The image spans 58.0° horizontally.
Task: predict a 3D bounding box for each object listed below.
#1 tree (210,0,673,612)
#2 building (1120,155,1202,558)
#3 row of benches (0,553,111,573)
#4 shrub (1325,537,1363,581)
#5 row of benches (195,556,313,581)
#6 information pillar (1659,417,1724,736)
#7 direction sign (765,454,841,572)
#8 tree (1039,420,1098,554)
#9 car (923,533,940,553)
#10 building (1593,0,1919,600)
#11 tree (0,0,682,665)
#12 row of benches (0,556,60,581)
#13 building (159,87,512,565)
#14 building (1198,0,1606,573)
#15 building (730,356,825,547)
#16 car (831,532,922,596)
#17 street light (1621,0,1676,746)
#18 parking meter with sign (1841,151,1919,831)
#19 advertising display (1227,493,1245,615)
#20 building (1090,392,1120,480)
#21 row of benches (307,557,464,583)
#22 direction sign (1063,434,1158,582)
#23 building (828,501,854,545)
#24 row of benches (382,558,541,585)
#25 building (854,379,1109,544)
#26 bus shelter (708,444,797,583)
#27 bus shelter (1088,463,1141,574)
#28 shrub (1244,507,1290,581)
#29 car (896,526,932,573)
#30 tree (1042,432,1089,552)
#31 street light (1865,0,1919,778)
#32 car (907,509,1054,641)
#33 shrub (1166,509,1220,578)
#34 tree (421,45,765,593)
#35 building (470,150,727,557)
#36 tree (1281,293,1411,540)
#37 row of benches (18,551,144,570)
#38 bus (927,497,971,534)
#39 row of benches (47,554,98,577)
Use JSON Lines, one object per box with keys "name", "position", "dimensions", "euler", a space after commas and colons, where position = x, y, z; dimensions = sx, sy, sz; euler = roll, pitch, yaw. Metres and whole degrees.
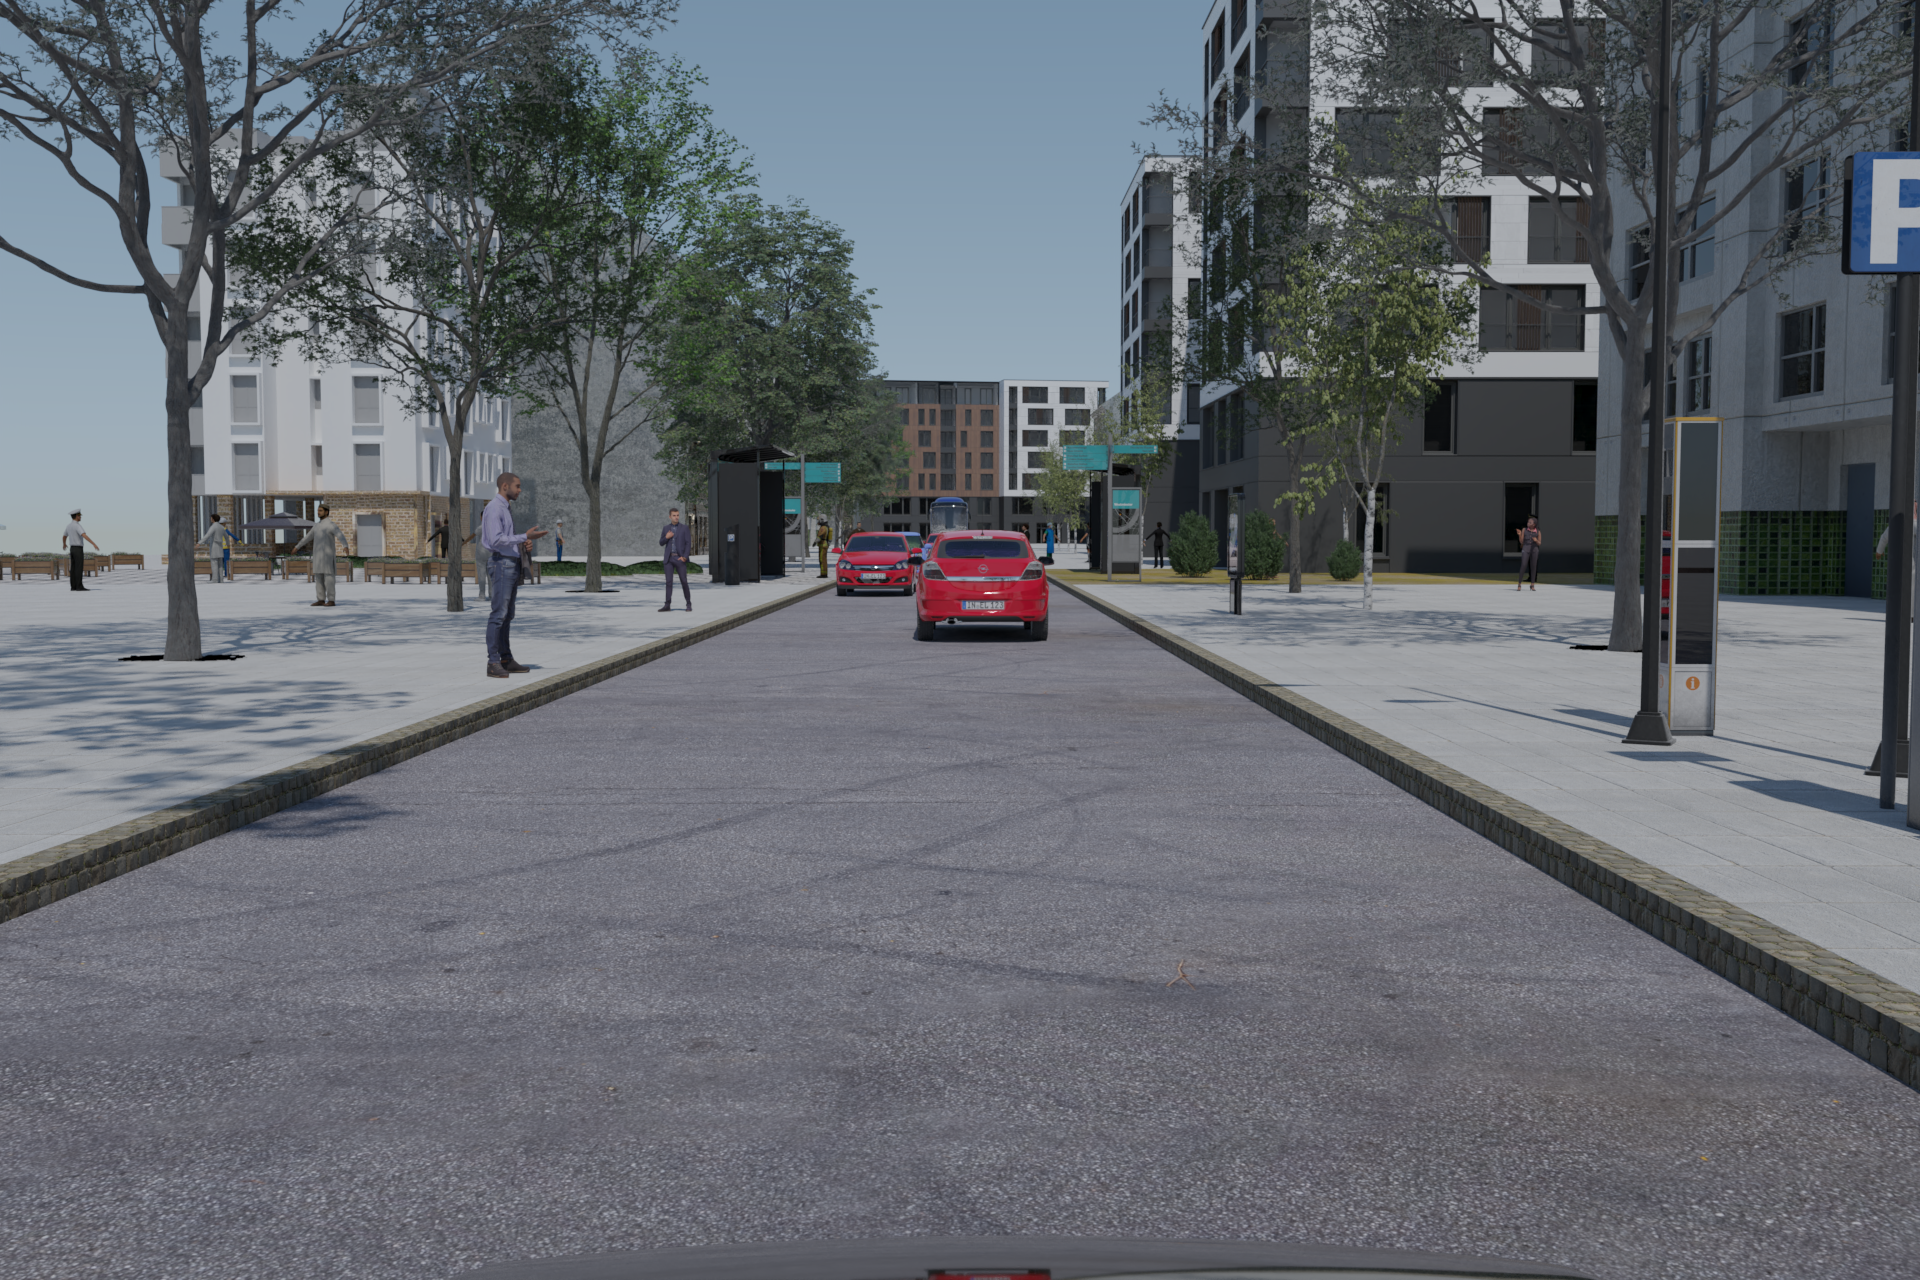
{"name": "tree", "position": [-8.425, -5.724, 27.993], "dimensions": [8.767, 10.594, 7.601], "euler": [1, 4, 8]}
{"name": "building", "position": [23.878, -16.271, 110.008], "dimensions": [27.936, 21.610, 32.646], "euler": [0, 3, 0]}
{"name": "row of benches", "position": [-30.456, -2.572, 57.519], "dimensions": [1.422, 0.672, 4.104], "euler": [3, 5, 42]}
{"name": "shrub", "position": [10.432, -2.197, 47.034], "dimensions": [1.383, 1.207, 1.383], "euler": [0, 3, 0]}
{"name": "row of benches", "position": [-19.811, -1.992, 48.039], "dimensions": [4.104, 0.672, 1.422], "euler": [-2, 4, -31]}
{"name": "information pillar", "position": [4.645, -0.403, 11.078], "dimensions": [0.304, 2.012, 0.304], "euler": [0, 4, 1]}
{"name": "direction sign", "position": [-5.244, -4.256, 58.348], "dimensions": [2.525, 3.948, 1.411], "euler": [0, 4, 0]}
{"name": "tree", "position": [7.170, -9.795, 110.509], "dimensions": [4.737, 8.622, 4.395], "euler": [0, 3, 0]}
{"name": "car", "position": [-0.809, -4.436, 81.572], "dimensions": [2.155, 1.783, 4.494], "euler": [0, 3, 0]}
{"name": "building", "position": [24.560, -9.890, 28.166], "dimensions": [16.747, 18.905, 31.486], "euler": [0, 4, 0]}
{"name": "tree", "position": [-7.903, -6.544, 17.372], "dimensions": [12.009, 13.543, 11.850], "euler": [0, 3, 0]}
{"name": "row of benches", "position": [-27.014, -1.980, 47.830], "dimensions": [4.104, 0.672, 1.422], "euler": [-1, 4, -14]}
{"name": "building", "position": [-27.703, -13.319, 74.184], "dimensions": [16.016, 20.090, 11.380], "euler": [0, 4, 1]}
{"name": "building", "position": [23.691, -13.981, 72.568], "dimensions": [27.936, 21.610, 32.646], "euler": [0, 3, 0]}
{"name": "building", "position": [-23.905, -19.546, 186.036], "dimensions": [16.747, 18.905, 31.486], "euler": [0, 4, 0]}
{"name": "car", "position": [-1.961, -1.977, 41.362], "dimensions": [2.155, 1.783, 4.494], "euler": [0, 4, 0]}
{"name": "street light", "position": [4.780, -2.319, 10.462], "dimensions": [1.470, 5.913, 1.316], "euler": [0, 4, 0]}
{"name": "parking meter with sign", "position": [4.326, -0.668, 7.183], "dimensions": [0.543, 3.016, 1.738], "euler": [0, 4, 1]}
{"name": "advertising display", "position": [4.416, -1.376, 27.708], "dimensions": [0.123, 1.923, 0.974], "euler": [0, 4, 0]}
{"name": "building", "position": [26.259, -23.262, 211.266], "dimensions": [19.493, 23.208, 18.063], "euler": [0, 3, 0]}
{"name": "row of benches", "position": [-15.247, -1.888, 46.333], "dimensions": [4.104, 0.672, 1.422], "euler": [-1, 4, -10]}
{"name": "direction sign", "position": [4.004, -3.491, 45.843], "dimensions": [2.525, 3.948, 1.411], "euler": [0, 4, 1]}
{"name": "building", "position": [-23.078, -23.475, 214.736], "dimensions": [19.493, 23.208, 18.063], "euler": [0, 4, 1]}
{"name": "row of benches", "position": [-12.674, -1.766, 44.330], "dimensions": [4.104, 0.672, 1.422], "euler": [0, 4, 4]}
{"name": "building", "position": [1.262, -24.090, 240.310], "dimensions": [32.646, 21.610, 27.936], "euler": [-1, 4, -10]}
{"name": "bus shelter", "position": [-5.728, -3.497, 48.454], "dimensions": [1.731, 3.624, 6.357], "euler": [0, 4, 1]}
{"name": "bus shelter", "position": [5.040, -4.101, 58.328], "dimensions": [1.731, 3.624, 6.357], "euler": [0, 4, 1]}
{"name": "shrub", "position": [8.272, -2.668, 48.040], "dimensions": [1.690, 2.028, 1.600], "euler": [0, 3, 0]}
{"name": "car", "position": [-1.880, -2.885, 56.768], "dimensions": [1.945, 1.707, 3.694], "euler": [0, 4, 1]}
{"name": "tree", "position": [7.877, -10.707, 125.420], "dimensions": [4.360, 8.622, 3.978], "euler": [0, 3, 0]}
{"name": "street light", "position": [5.535, -2.233, 9.048], "dimensions": [1.470, 5.913, 1.316], "euler": [0, 4, 1]}
{"name": "car", "position": [0.300, -0.962, 24.773], "dimensions": [2.155, 1.783, 4.494], "euler": [0, 3, 0]}
{"name": "shrub", "position": [6.845, -2.844, 50.914], "dimensions": [1.690, 2.028, 1.600], "euler": [0, 3, 0]}
{"name": "tree", "position": [-8.001, -6.834, 37.494], "dimensions": [9.928, 11.665, 9.643], "euler": [0, 3, 0]}
{"name": "building", "position": [-24.836, -16.883, 106.966], "dimensions": [19.493, 23.208, 18.063], "euler": [0, 4, 0]}
{"name": "tree", "position": [11.749, -6.236, 52.314], "dimensions": [4.360, 8.622, 3.978], "euler": [0, 3, 0]}
{"name": "row of benches", "position": [-31.184, -2.806, 61.333], "dimensions": [4.104, 0.672, 1.422], "euler": [-3, 4, -38]}
{"name": "bus", "position": [-0.707, -7.803, 119.133], "dimensions": [2.896, 3.916, 12.251], "euler": [0, 3, 0]}
{"name": "row of benches", "position": [-27.196, -2.296, 52.995], "dimensions": [1.422, 0.672, 4.104], "euler": [-3, 4, -38]}
